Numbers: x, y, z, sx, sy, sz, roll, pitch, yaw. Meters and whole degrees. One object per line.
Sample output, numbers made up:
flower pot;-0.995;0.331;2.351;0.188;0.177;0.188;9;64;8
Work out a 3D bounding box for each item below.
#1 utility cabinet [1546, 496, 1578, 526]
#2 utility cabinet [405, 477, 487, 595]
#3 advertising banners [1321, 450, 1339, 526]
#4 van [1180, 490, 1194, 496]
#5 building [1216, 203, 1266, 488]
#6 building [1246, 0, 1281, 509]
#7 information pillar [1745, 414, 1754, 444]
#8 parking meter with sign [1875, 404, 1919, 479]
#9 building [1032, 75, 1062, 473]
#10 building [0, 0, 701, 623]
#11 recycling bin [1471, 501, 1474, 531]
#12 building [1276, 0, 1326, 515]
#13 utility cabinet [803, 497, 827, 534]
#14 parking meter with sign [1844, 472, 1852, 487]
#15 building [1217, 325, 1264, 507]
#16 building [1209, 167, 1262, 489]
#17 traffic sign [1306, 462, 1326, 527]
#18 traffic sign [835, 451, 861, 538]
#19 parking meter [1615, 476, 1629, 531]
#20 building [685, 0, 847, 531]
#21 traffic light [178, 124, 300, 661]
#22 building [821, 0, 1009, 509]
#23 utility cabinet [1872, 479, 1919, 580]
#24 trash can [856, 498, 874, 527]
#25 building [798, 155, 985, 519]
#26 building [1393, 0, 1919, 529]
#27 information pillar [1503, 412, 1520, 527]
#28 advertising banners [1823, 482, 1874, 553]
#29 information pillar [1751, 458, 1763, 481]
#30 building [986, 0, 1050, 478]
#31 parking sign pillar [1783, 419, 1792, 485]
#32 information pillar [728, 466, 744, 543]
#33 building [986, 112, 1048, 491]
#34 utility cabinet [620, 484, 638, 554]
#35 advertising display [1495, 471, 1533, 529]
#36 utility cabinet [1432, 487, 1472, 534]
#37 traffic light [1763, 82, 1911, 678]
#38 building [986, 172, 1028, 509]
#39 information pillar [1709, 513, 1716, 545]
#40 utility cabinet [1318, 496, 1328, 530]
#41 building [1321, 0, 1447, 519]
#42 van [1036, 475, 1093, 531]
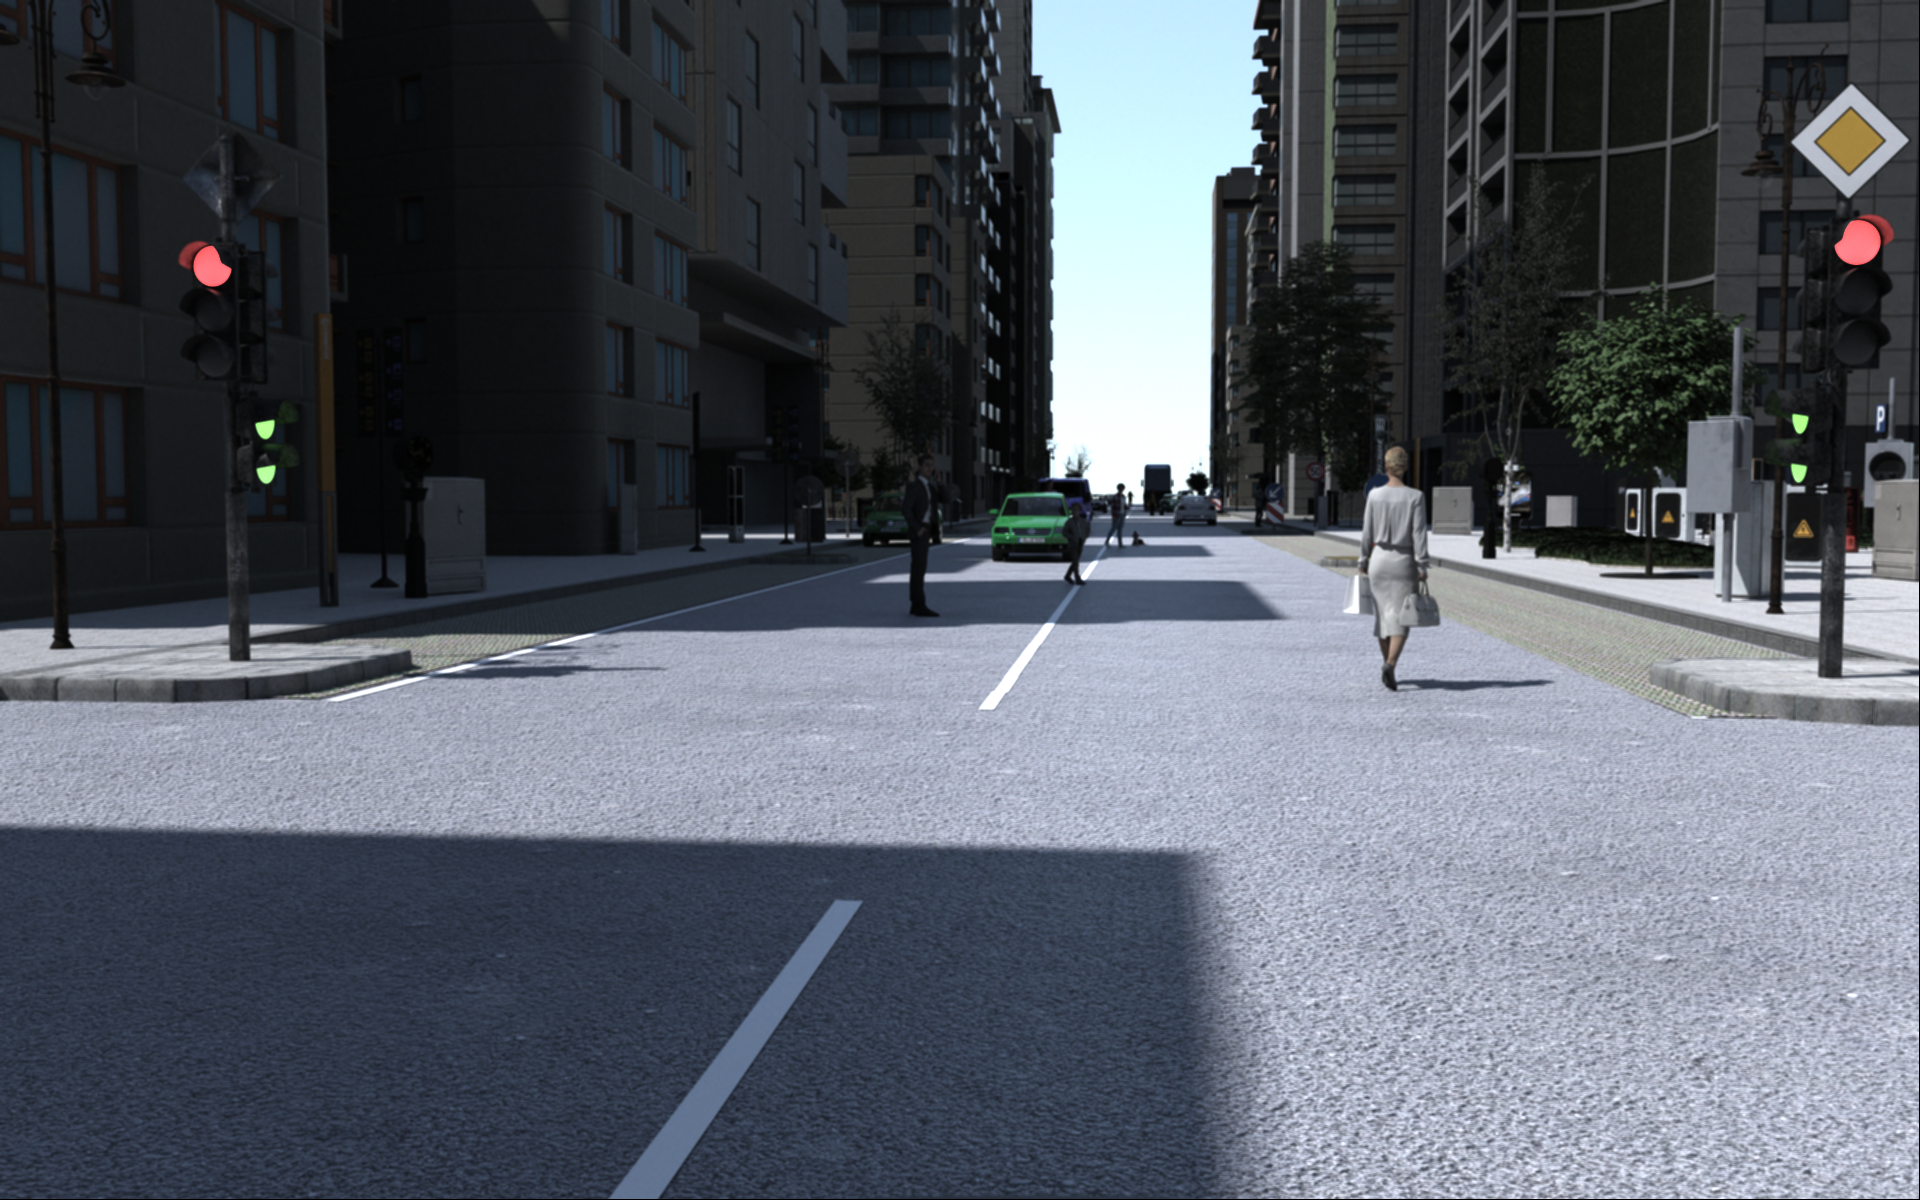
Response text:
utility cabinet;20.049;-2.847;57.712;0.306;1.237;1.020;-2;4;-34
utility cabinet;-6.581;-0.829;22.231;0.318;1.500;1.173;2;4;24
advertising banners;14.891;-4.503;69.808;0.090;3.025;2.074;2;4;33
van;24.886;-11.193;190.010;2.013;2.044;4.112;0;4;6
building;48.591;-32.062;216.092;32.217;40.220;23.993;0;4;6
building;35.597;-29.915;143.731;22.147;44.769;28.867;0;4;6
information pillar;19.739;-3.189;43.496;0.183;3.616;0.504;0;4;-4
parking meter with sign;18.698;-2.277;33.495;1.738;3.016;0.543;1;4;9
building;-1.847;-38.833;224.152;28.713;52.752;27.495;0;4;6
building;-21.945;-11.379;31.082;27.650;21.520;28.899;0;4;6
recycling bin;17.470;-2.940;60.622;0.722;1.027;0.722;-2;4;-24
building;31.924;-35.037;114.858;21.231;58.520;28.212;0;4;6
utility cabinet;-4.658;-2.718;55.603;0.306;1.237;1.020;2;4;27
parking meter with sign;30.147;-3.858;59.344;1.738;3.016;0.543;1;4;20
building;42.960;-21.142;190.714;27.650;21.520;28.899;0;4;6
building;41.487;-35.869;236.560;14.600;45.320;14.200;0;4;6
traffic sign;13.971;-4.158;68.092;0.768;2.556;0.104;1;4;15
traffic sign;-3.305;-3.106;50.895;0.768;2.556;0.104;0;4;8
parking meter;21.671;-3.119;56.704;0.399;1.863;0.255;2;4;33
building;-19.388;-29.171;66.189;28.713;52.752;27.495;0;4;6
traffic light;-5.529;-1.486;13.217;0.839;4.253;0.868;0;4;6
building;-8.662;-31.413;133.213;23.786;49.044;30.456;0;4;6
utility cabinet;14.114;-1.053;25.904;0.318;1.500;1.173;0;4;-1
trash can;-3.663;-3.369;66.729;0.748;1.137;0.748;0;3;0
building;-13.585;-15.859;104.328;27.650;21.520;28.899;0;4;6
building;30.000;-38.672;70.535;20.563;71.187;20.611;0;4;6
information pillar;15.706;-3.546;49.332;0.183;3.616;0.504;-2;4;-31
advertising banners;19.370;-2.539;37.703;2.074;3.025;0.090;1;4;19
information pillar;16.373;-1.919;35.874;0.304;2.012;0.304;-2;4;-29
building;-0.065;-46.472;198.069;20.563;71.187;20.611;0;4;6
parking sign pillar;29.491;-4.421;60.753;1.447;3.967;1.447;0;4;6
information pillar;-5.888;-2.512;45.558;0.304;2.012;0.304;-3;5;-44
building;1.738;-30.403;180.691;14.154;41.232;14.086;0;4;6
utility cabinet;-7.056;-1.732;36.999;0.318;1.500;1.173;0;4;-8
advertising display;15.318;-2.611;47.900;0.974;1.923;0.123;2;4;28
utility cabinet;15.489;-2.804;54.523;1.173;1.500;0.318;1;4;21
traffic light;6.069;-1.412;12.006;0.839;4.253;0.868;0;4;6
building;-1.386;-23.466;155.374;14.160;30.474;14.107;0;4;6
information pillar;17.071;-2.105;38.910;0.304;2.012;0.304;-3;5;-42
utility cabinet;13.151;-3.158;62.787;0.306;1.237;1.020;1;4;17
building;26.891;-25.144;94.691;14.154;41.232;14.086;0;4;6
van;3.825;-3.669;64.374;2.240;2.365;5.245;0;4;8
